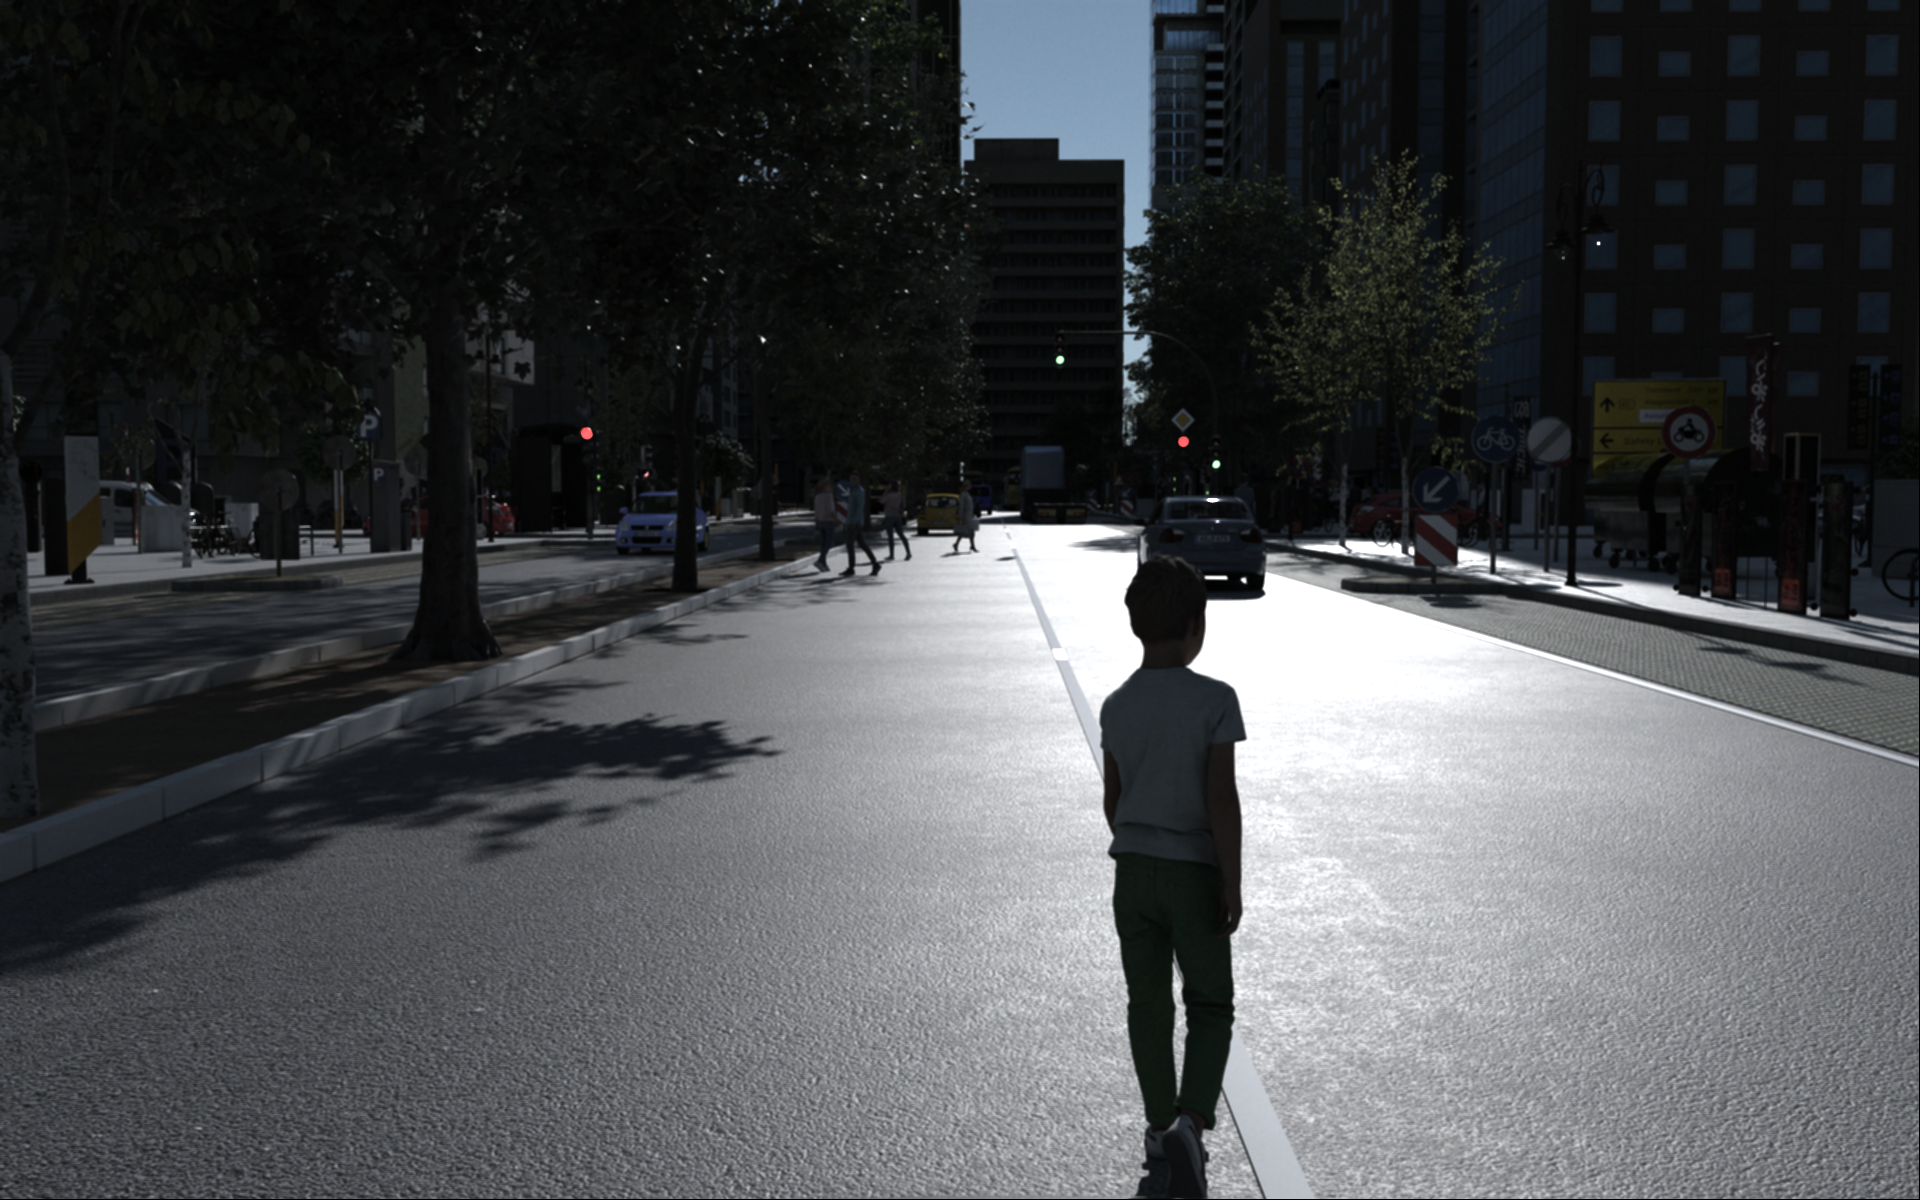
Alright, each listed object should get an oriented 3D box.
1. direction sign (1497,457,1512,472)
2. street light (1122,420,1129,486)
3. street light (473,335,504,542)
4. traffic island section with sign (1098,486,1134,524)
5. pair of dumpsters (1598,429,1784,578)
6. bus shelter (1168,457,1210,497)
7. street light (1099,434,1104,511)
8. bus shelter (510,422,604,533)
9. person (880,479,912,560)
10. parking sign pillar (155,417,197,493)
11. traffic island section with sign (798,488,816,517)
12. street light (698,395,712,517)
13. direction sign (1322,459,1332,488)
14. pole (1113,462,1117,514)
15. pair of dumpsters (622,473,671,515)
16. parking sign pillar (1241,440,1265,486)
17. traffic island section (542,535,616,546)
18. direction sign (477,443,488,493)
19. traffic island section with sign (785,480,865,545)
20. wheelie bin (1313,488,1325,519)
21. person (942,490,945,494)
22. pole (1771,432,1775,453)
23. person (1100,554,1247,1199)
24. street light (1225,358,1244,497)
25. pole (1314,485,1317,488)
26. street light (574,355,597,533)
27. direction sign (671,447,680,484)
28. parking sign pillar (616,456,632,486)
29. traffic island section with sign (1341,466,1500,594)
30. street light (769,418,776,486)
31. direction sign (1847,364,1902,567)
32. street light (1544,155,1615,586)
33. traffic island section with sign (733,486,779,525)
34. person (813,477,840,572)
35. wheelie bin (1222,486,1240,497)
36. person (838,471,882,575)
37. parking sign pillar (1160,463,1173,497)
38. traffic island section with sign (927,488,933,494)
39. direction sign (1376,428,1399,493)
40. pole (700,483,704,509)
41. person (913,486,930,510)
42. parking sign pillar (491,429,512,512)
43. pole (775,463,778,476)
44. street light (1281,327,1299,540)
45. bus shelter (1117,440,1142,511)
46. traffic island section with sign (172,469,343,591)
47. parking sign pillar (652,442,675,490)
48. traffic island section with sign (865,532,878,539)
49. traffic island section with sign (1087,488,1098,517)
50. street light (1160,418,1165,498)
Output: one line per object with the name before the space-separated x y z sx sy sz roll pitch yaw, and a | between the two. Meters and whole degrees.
direction sign | 19.553 -4.294 62.199 0.876 3.537 0.379 -1 4 -17
street light | 10.182 -8.180 106.537 0.468 5.910 1.993 0 4 1
street light | -12.523 -4.483 46.080 0.468 5.910 1.993 0 4 1
traffic island section with sign | 7.737 -4.496 82.137 1.989 1.847 2.006 0 4 1
pair of dumpsters | 11.838 -1.557 27.946 1.574 2.255 4.437 0 4 1
bus shelter | 12.939 -6.322 97.286 2.014 3.302 5.546 0 4 1
street light | 10.617 -9.638 130.371 0.468 5.910 1.993 0 4 1
bus shelter | -13.859 -4.198 59.921 1.731 3.624 6.357 0 4 1
person | -1.363 -1.748 37.676 0.593 1.750 0.643 -3 5 -40
parking sign pillar | -27.346 -4.401 60.425 1.447 3.967 1.447 -1 4 -16
traffic island section with sign | -9.058 -6.112 108.561 1.989 1.847 2.006 0 4 1
street light | -11.972 -6.638 81.325 0.468 5.910 1.993 0 4 1
direction sign | 23.923 -7.420 113.310 0.876 3.537 0.379 -1 4 -21
pole | 9.923 -7.164 110.977 0.158 3.312 0.155 0 3 0
pair of dumpsters | -14.089 -4.604 77.763 1.574 2.255 4.437 0 4 1
parking sign pillar | 13.884 -5.740 82.319 1.447 3.967 1.447 -3 4 -36
traffic island section | -10.457 -1.630 48.931 2.009 0.180 2.903 0 4 1
direction sign | -21.276 -5.227 77.452 0.876 3.537 0.379 2 4 33
traffic island section with sign | -3.854 -2.502 49.048 2.006 1.907 1.989 0 4 1
wheelie bin | 17.260 -4.659 84.075 0.693 1.594 0.980 -3 4 -38
person | -1.396 -8.813 152.674 0.705 1.814 1.350 1 4 18
pole | 21.667 -3.211 46.335 0.158 3.312 0.155 0 3 0
person | 0.437 0.560 3.595 0.306 1.304 0.590 1 4 8
street light | 9.310 -5.265 58.868 0.468 5.910 1.993 0 4 1
pole | 23.527 -7.388 114.631 0.158 3.312 0.155 0 3 0
street light | -12.303 -5.154 57.060 0.468 5.910 1.993 0 4 1
direction sign | -13.563 -5.602 83.590 0.876 3.537 0.379 -3 5 -41
parking sign pillar | -22.558 -7.834 116.563 1.447 3.967 1.447 2 4 27
traffic island section with sign | 6.729 -1.039 25.611 1.989 1.847 2.006 0 4 1
street light | -11.456 -8.113 105.438 0.468 5.910 1.993 0 4 1
direction sign | 16.004 -2.347 30.375 0.876 3.537 0.379 0 4 6
street light | 8.570 -3.139 24.108 0.468 5.910 1.993 0 4 1
traffic island section with sign | -9.553 -4.458 81.509 1.989 1.847 2.006 0 4 1
person | -2.495 -1.393 31.942 0.731 1.740 0.598 2 4 33
wheelie bin | 10.331 -3.532 65.658 0.980 1.594 0.693 0 4 -7
person | -1.767 -1.354 30.495 0.748 1.841 0.638 0 4 2
parking sign pillar | 14.676 -8.122 121.264 1.447 3.967 1.447 3 5 43
traffic island section with sign | -2.383 -7.550 131.581 2.006 1.907 1.989 0 4 1
direction sign | 14.652 -4.126 59.449 0.379 3.537 0.876 -3 5 -44
pole | -14.977 -6.532 100.642 0.158 3.312 0.155 0 3 0
person | -1.562 -3.800 70.987 0.716 1.782 0.532 0 4 1
parking sign pillar | -18.752 -5.033 70.760 1.447 3.967 1.447 -2 4 -35
pole | -12.056 -7.331 113.704 0.158 3.312 0.155 0 3 0
street light | 9.180 -4.596 47.939 0.468 5.910 1.993 0 4 1
bus shelter | 12.410 -9.077 126.035 2.179 5.291 8.768 0 4 1
traffic island section with sign | -10.531 -1.078 26.260 1.989 1.847 2.006 0 4 1
parking sign pillar | -15.338 -6.161 89.204 1.447 3.967 1.447 1 4 15
traffic island section with sign | -3.713 -2.955 56.454 2.006 1.907 1.989 0 4 1
traffic island section with sign | 8.225 -6.179 109.651 1.989 1.847 2.006 0 4 1
street light | 9.753 -6.723 82.703 0.468 5.910 1.993 0 4 1
